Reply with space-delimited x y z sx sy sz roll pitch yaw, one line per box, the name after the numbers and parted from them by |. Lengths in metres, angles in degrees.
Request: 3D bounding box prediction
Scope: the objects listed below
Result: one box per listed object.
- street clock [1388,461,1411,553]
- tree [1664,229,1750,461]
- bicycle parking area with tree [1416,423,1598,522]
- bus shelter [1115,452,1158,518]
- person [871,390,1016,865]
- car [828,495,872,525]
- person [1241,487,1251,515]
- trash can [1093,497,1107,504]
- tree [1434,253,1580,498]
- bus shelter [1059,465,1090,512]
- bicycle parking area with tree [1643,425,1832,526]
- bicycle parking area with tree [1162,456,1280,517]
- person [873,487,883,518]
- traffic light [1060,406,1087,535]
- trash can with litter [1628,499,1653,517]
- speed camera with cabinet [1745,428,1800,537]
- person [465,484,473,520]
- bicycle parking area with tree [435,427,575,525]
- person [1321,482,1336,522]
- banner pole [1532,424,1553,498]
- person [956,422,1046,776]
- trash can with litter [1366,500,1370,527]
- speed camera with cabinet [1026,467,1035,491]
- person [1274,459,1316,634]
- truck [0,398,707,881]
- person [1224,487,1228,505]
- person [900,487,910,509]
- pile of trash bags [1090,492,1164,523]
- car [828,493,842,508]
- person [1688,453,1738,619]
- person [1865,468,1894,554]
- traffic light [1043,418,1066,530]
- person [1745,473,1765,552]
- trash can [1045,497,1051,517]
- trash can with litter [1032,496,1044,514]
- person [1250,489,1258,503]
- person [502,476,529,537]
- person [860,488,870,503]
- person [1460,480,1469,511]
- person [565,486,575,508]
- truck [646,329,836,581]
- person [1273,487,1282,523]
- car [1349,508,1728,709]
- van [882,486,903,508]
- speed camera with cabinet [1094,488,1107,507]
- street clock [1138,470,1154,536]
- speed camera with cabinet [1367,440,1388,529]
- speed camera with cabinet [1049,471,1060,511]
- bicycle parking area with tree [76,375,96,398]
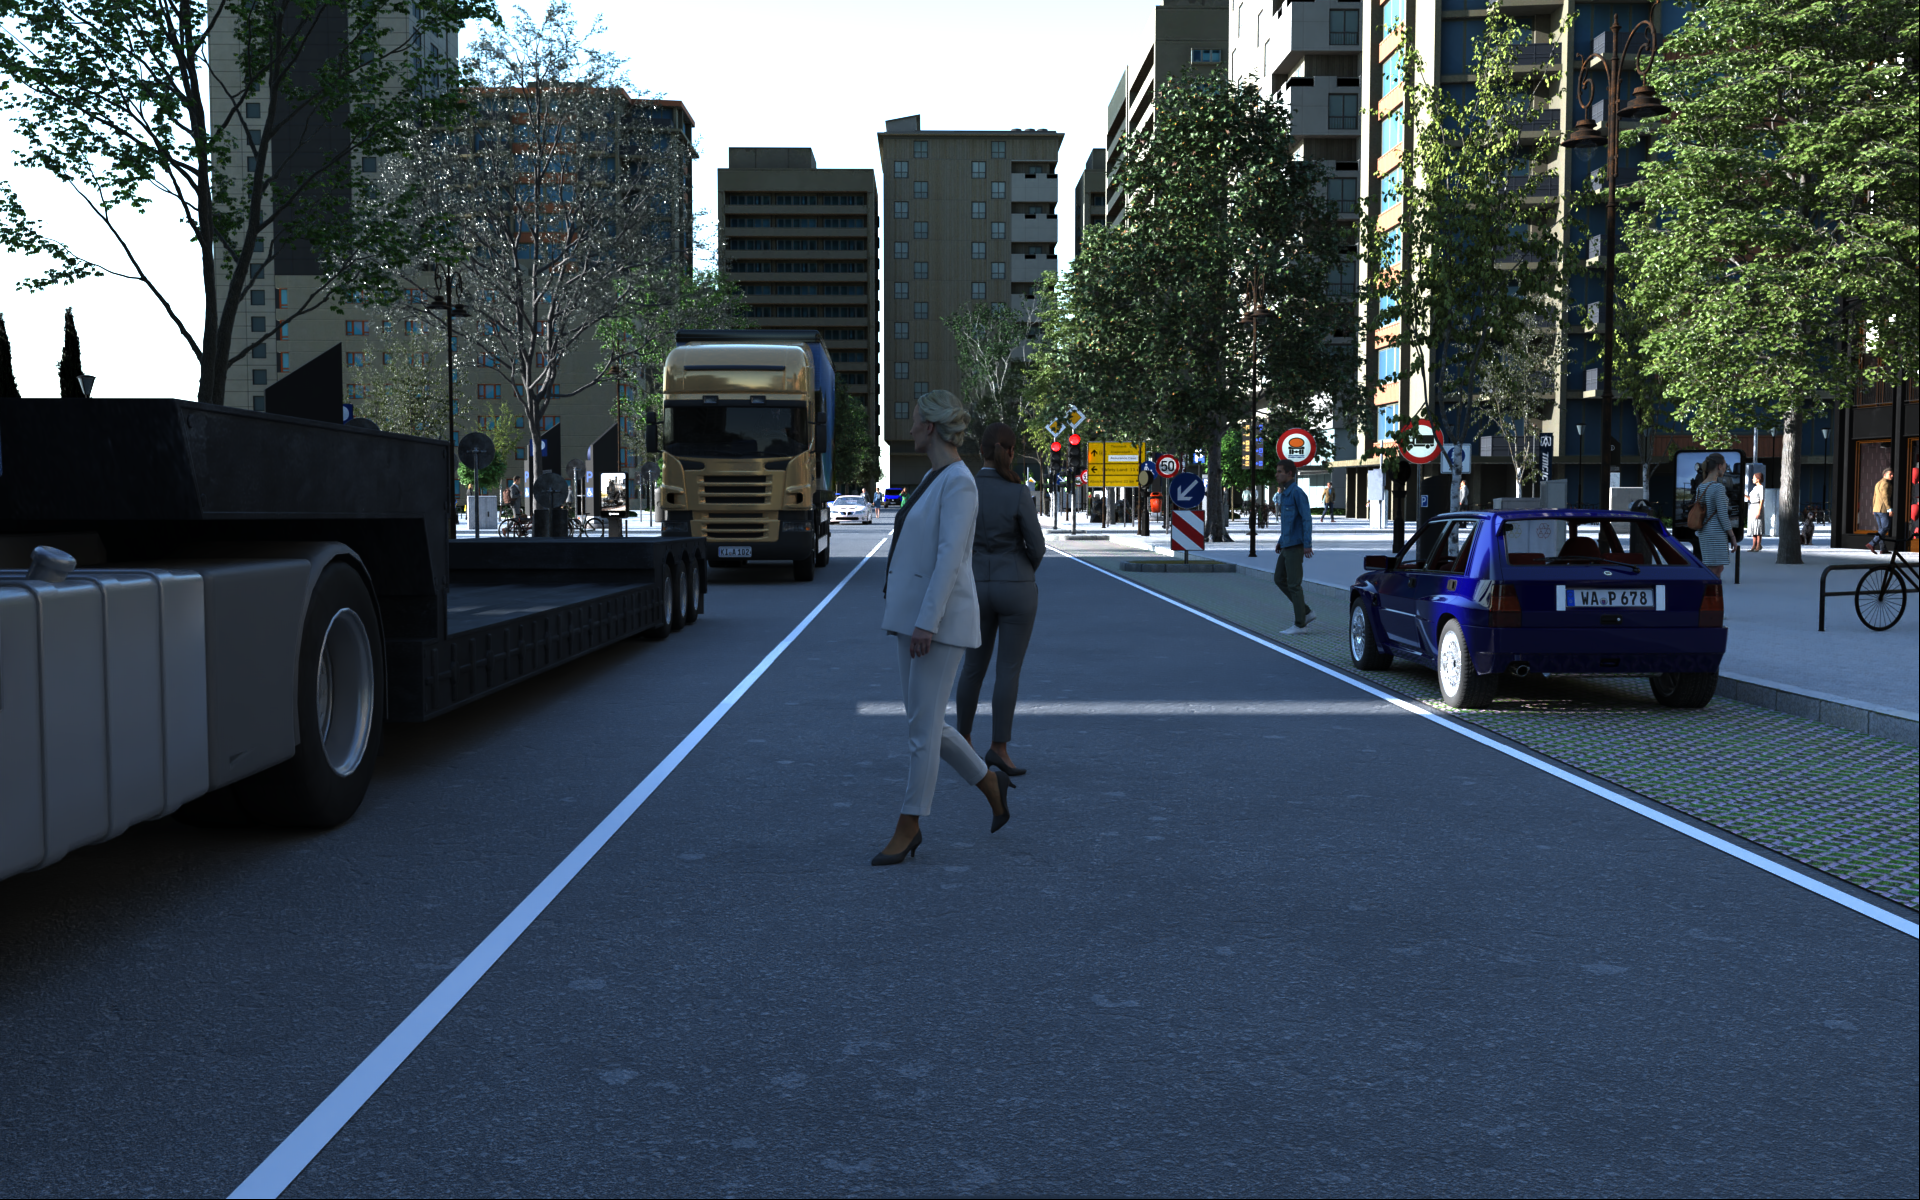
9.516 -2.015 37.516 0.471 2.002 0.358 -2 4 -31 | street clock
17.582 -5.725 43.972 4.737 8.622 4.395 0 3 0 | tree
22.696 -5.132 70.915 8.231 4.147 9.016 1 4 21 | bicycle parking area with tree
9.034 -6.932 90.974 2.179 5.291 8.768 0 4 -1 | bus shelter
-0.042 0.090 6.902 0.818 1.842 0.514 -3 4 -37 | person
-5.205 -4.292 82.529 2.083 1.381 4.827 0 4 1 | car
17.790 -6.148 107.052 0.782 1.767 0.515 2 4 28 | person
7.018 -4.610 87.027 0.748 1.137 0.748 0 3 0 | trash can
16.670 -6.219 52.047 4.360 8.622 3.978 0 3 0 | tree
8.207 -7.880 122.757 2.014 3.302 5.546 0 4 -1 | bus shelter
31.300 -5.219 72.334 8.231 4.147 9.016 1 4 17 | bicycle parking area with tree
15.509 -7.028 101.905 9.016 4.147 8.231 2 4 26 | bicycle parking area with tree
-4.825 -5.727 102.153 0.581 1.822 0.654 0 4 7 | person
3.567 -4.014 54.554 0.839 4.253 0.868 0 4 -1 | traffic light
8.760 -0.728 22.962 1.678 1.210 2.233 3 5 45 | trash can with litter
24.265 -3.530 52.047 2.038 3.252 0.660 -1 4 -21 | speed camera with cabinet
-24.379 -4.878 86.015 0.699 1.804 1.509 0 4 -5 | person
-20.338 -5.460 76.278 8.231 4.147 9.016 -2 4 -24 | bicycle parking area with tree
16.793 -4.471 79.059 0.656 1.842 0.836 -3 5 -39 | person
20.838 -4.412 62.161 0.863 3.779 0.401 0 4 8 | banner pole
0.210 -0.007 8.886 0.520 1.790 0.573 1 4 14 | person
15.821 -3.349 66.143 0.624 1.170 1.055 1 4 13 | trash can with litter
5.319 -8.116 127.039 0.660 3.252 2.038 -1 4 -9 | speed camera with cabinet
3.421 -0.537 17.629 0.444 1.785 0.601 0 4 6 | person
-3.900 -1.263 10.403 2.967 4.110 18.799 0 4 -1 | truck
19.773 -7.547 129.544 0.694 1.812 0.767 0 4 7 | person
-2.935 -5.165 93.201 0.600 1.795 0.529 0 4 5 | person
7.417 -4.149 77.588 3.447 1.369 1.912 1 4 18 | pile of trash bags
-9.531 -7.396 130.507 1.945 1.707 3.694 0 4 0 | car
7.710 -0.654 17.743 0.522 1.701 0.512 -1 4 -8 | person
19.679 -1.894 36.928 0.836 1.842 0.656 -2 4 -25 | person
3.422 -4.503 62.538 0.839 4.253 0.868 0 4 -1 | traffic light
17.601 -1.948 38.460 0.524 1.755 0.480 0 4 -1 | person
5.130 -5.287 98.103 0.748 1.137 0.748 0 3 0 | trash can
5.129 -6.309 114.213 2.233 1.210 1.678 0 4 7 | trash can with litter
18.747 -6.392 110.648 0.679 1.850 0.850 3 4 36 | person
-13.346 -2.807 51.900 0.822 1.834 0.622 -1 4 -22 | person
-5.714 -5.786 103.500 0.661 1.777 0.834 0 4 8 | person
18.956 -3.617 65.370 0.473 1.802 0.592 3 5 43 | person
-23.091 -5.883 102.622 0.661 1.777 0.834 1 4 15 | person
-3.698 -2.627 31.862 2.839 4.237 11.283 0 4 -2 | truck
14.168 -4.226 76.943 0.589 1.601 0.330 -1 4 -23 | person
4.096 -0.018 12.874 1.945 1.354 3.894 0 4 -1 | car
-6.737 -10.547 176.823 2.240 2.365 5.245 0 4 0 | van
8.164 -6.248 96.489 0.660 3.252 2.038 -1 4 -22 | speed camera with cabinet
5.658 -2.950 52.810 0.358 2.002 0.471 -3 4 -37 | street clock
15.542 -4.286 64.409 0.660 3.252 2.038 1 4 19 | speed camera with cabinet
7.137 -8.271 129.560 0.660 3.252 2.038 -1 4 -13 | speed camera with cabinet
-21.169 -3.196 39.250 9.016 4.147 8.231 1 4 19 | bicycle parking area with tree
